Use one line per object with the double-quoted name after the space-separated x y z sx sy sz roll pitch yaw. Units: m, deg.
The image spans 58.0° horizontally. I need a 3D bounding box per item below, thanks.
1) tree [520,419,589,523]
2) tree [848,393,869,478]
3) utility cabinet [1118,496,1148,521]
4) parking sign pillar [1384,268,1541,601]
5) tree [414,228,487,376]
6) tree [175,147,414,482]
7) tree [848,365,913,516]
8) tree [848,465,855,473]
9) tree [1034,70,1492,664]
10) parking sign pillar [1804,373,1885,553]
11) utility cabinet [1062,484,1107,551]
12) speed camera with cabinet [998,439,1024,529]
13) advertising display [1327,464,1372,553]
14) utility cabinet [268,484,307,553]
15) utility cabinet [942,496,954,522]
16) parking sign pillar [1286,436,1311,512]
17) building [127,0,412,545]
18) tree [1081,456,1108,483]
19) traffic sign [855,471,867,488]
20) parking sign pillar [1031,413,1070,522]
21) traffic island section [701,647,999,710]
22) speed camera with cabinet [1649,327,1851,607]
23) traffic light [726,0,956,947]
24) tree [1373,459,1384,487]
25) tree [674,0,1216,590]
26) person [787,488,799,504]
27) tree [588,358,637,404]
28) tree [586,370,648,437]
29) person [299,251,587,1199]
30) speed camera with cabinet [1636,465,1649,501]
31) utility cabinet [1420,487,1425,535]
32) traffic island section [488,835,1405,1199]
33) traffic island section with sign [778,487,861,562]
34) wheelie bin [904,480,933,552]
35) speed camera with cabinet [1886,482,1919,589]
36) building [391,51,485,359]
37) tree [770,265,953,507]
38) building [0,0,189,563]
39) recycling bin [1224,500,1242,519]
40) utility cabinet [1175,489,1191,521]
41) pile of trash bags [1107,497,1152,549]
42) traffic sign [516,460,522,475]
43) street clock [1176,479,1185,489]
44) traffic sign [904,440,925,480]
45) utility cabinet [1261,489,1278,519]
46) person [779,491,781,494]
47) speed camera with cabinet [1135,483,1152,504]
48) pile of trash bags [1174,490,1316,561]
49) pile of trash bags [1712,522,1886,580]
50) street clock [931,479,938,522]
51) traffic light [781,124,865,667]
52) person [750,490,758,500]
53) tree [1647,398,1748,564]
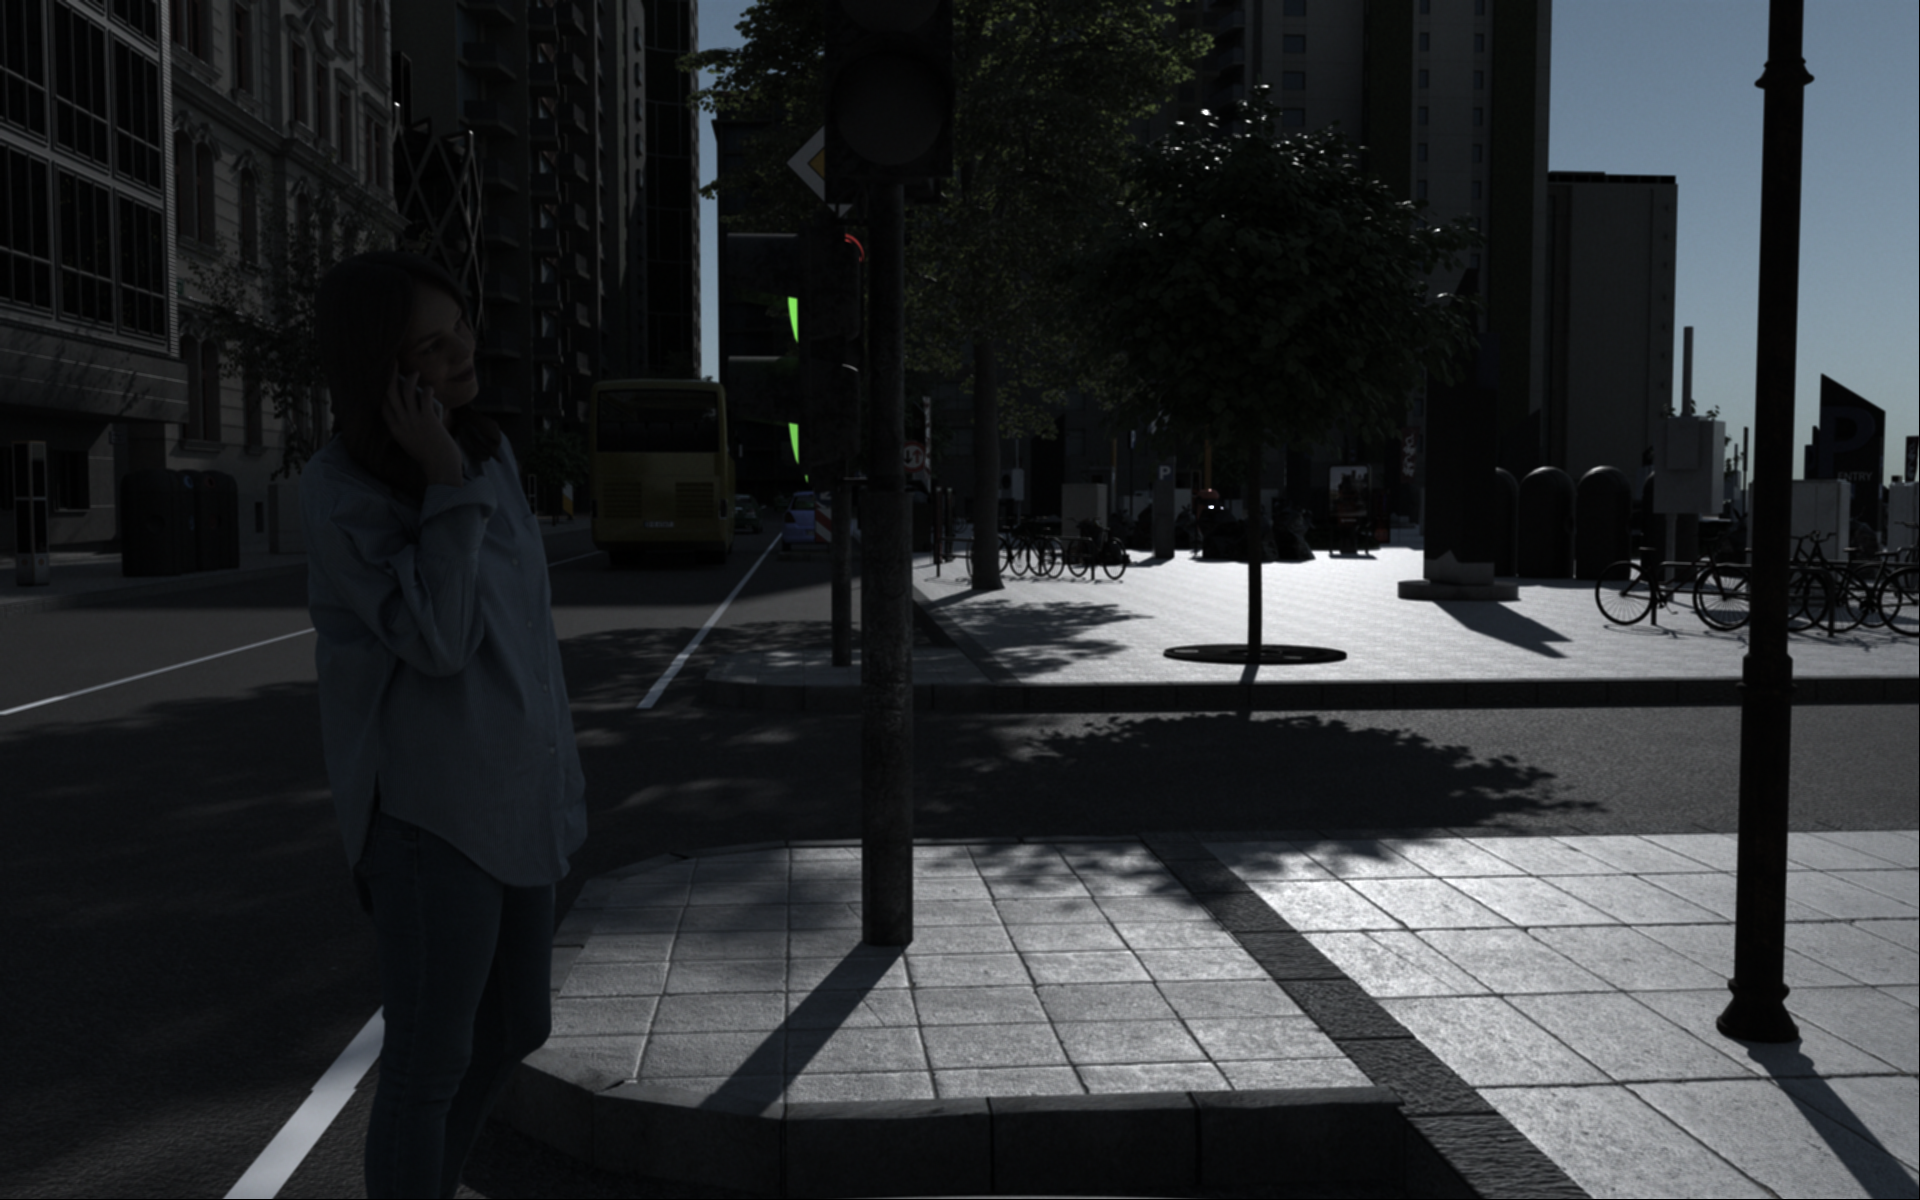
-17.691 -5.654 76.151 4.285 4.588 4.351 0 3 0 "tree"
-1.752 -3.956 48.389 4.285 4.588 4.351 0 3 0 "tree"
5.724 -2.819 57.250 1.020 1.237 0.306 -2 4 -31 "utility cabinet"
6.180 -2.014 21.397 1.447 3.967 1.447 0 4 -5 "parking sign pillar"
-14.421 -5.773 44.756 4.360 8.622 3.978 0 3 0 "tree"
-13.774 -5.241 36.047 4.360 8.622 3.978 0 3 0 "tree"
-3.989 -8.001 81.178 4.737 8.622 4.395 0 3 0 "tree"
-8.220 -10.595 123.584 4.360 8.622 3.978 0 3 0 "tree"
2.294 -1.833 13.688 4.285 4.588 4.351 0 3 0 "tree"
19.667 -3.048 38.300 1.447 3.967 1.447 3 5 39 "parking sign pillar"
2.705 -1.767 37.571 0.318 1.500 1.173 -3 4 -37 "utility cabinet"
1.483 -4.186 62.777 0.660 3.252 2.038 -2 4 -35 "speed camera with cabinet"
8.465 -1.986 37.679 0.974 1.923 0.123 3 4 39 "advertising display"
-14.386 -1.761 37.468 0.318 1.500 1.173 2 4 28 "utility cabinet"
-0.653 -3.805 73.372 0.306 1.237 1.020 -2 4 -31 "utility cabinet"
12.400 -4.586 63.459 1.447 3.967 1.447 -1 4 -12 "parking sign pillar"
-24.853 -15.976 48.595 14.401 28.519 23.554 0 4 -5 "building"
7.166 -5.754 88.676 1.663 3.219 1.824 0 3 0 "tree"
-4.820 -5.225 85.532 0.768 2.556 0.104 0 4 0 "traffic sign"
3.022 -4.245 57.882 1.447 3.967 1.447 2 4 32 "parking sign pillar"
-0.861 0.571 12.939 2.009 0.180 2.903 0 4 -5 "traffic island section"
9.269 -1.588 20.293 2.038 3.252 0.660 3 4 37 "speed camera with cabinet"
-0.227 -0.975 4.865 0.839 4.253 0.868 0 4 -5 "traffic light"
20.690 -5.343 81.953 1.663 3.219 1.824 0 3 0 "tree"
0.011 -6.402 22.801 7.486 12.596 7.792 0 3 0 "tree"
-8.384 -4.929 89.766 1.217 1.739 0.721 -1 4 -22 "person"
-18.238 -8.804 94.315 4.360 8.622 3.978 0 3 0 "tree"
-19.725 -9.271 101.945 4.737 8.622 4.395 0 3 0 "tree"
-0.845 0.365 2.795 0.793 1.790 0.793 -1 4 -23 "person"
22.915 -3.767 55.929 2.038 3.252 0.660 -1 4 -9 "speed camera with cabinet"
14.444 -2.762 53.832 0.318 1.500 1.173 1 4 14 "utility cabinet"
-0.186 1.058 4.982 2.009 0.180 2.903 0 4 -5 "traffic island section"
-2.957 -1.771 37.592 1.989 1.847 2.006 0 4 -5 "traffic island section with sign"
-0.983 -1.853 38.206 0.693 1.594 0.980 -2 4 -32 "wheelie bin"
13.749 -1.785 23.517 2.038 3.252 0.660 0 4 -6 "speed camera with cabinet"
-27.967 -12.336 69.153 16.820 18.784 16.811 0 4 -5 "building"
-5.241 -11.278 91.047 9.857 13.997 8.962 0 3 0 "tree"
-22.693 -14.157 24.975 14.314 27.812 24.014 0 4 -5 "building"
12.408 -4.042 78.644 0.722 1.027 0.722 0 4 1 "recycling bin"
9.088 -3.845 71.551 1.173 1.500 0.318 -2 4 -33 "utility cabinet"
4.009 -1.881 40.512 3.447 1.369 1.912 -2 4 -34 "pile of trash bags"
-16.136 -3.802 62.265 0.768 2.556 0.104 0 4 3 "traffic sign"
10.660 -4.842 83.732 0.358 2.002 0.471 -1 4 -23 "street clock"
-1.126 -2.517 41.264 0.768 2.556 0.104 0 4 3 "traffic sign"
14.121 -4.376 80.225 1.173 1.500 0.318 0 4 -5 "utility cabinet"
-16.813 -9.334 162.053 0.756 1.711 0.436 -2 4 -28 "person"
9.518 -5.670 87.034 0.660 3.252 2.038 -2 4 -24 "speed camera with cabinet"
5.624 -1.534 34.834 1.912 1.369 3.447 -1 4 -20 "pile of trash bags"
13.598 -1.039 26.733 3.447 1.369 1.912 0 4 0 "pile of trash bags"
-1.152 -4.087 71.390 0.358 2.002 0.471 -3 5 -42 "street clock"
-0.902 -1.462 12.821 0.839 4.253 0.868 0 4 -5 "traffic light"
-19.254 -9.276 160.190 1.348 1.821 0.705 2 4 24 "person"
13.252 -2.274 31.786 1.663 3.219 1.824 0 3 0 "tree"
